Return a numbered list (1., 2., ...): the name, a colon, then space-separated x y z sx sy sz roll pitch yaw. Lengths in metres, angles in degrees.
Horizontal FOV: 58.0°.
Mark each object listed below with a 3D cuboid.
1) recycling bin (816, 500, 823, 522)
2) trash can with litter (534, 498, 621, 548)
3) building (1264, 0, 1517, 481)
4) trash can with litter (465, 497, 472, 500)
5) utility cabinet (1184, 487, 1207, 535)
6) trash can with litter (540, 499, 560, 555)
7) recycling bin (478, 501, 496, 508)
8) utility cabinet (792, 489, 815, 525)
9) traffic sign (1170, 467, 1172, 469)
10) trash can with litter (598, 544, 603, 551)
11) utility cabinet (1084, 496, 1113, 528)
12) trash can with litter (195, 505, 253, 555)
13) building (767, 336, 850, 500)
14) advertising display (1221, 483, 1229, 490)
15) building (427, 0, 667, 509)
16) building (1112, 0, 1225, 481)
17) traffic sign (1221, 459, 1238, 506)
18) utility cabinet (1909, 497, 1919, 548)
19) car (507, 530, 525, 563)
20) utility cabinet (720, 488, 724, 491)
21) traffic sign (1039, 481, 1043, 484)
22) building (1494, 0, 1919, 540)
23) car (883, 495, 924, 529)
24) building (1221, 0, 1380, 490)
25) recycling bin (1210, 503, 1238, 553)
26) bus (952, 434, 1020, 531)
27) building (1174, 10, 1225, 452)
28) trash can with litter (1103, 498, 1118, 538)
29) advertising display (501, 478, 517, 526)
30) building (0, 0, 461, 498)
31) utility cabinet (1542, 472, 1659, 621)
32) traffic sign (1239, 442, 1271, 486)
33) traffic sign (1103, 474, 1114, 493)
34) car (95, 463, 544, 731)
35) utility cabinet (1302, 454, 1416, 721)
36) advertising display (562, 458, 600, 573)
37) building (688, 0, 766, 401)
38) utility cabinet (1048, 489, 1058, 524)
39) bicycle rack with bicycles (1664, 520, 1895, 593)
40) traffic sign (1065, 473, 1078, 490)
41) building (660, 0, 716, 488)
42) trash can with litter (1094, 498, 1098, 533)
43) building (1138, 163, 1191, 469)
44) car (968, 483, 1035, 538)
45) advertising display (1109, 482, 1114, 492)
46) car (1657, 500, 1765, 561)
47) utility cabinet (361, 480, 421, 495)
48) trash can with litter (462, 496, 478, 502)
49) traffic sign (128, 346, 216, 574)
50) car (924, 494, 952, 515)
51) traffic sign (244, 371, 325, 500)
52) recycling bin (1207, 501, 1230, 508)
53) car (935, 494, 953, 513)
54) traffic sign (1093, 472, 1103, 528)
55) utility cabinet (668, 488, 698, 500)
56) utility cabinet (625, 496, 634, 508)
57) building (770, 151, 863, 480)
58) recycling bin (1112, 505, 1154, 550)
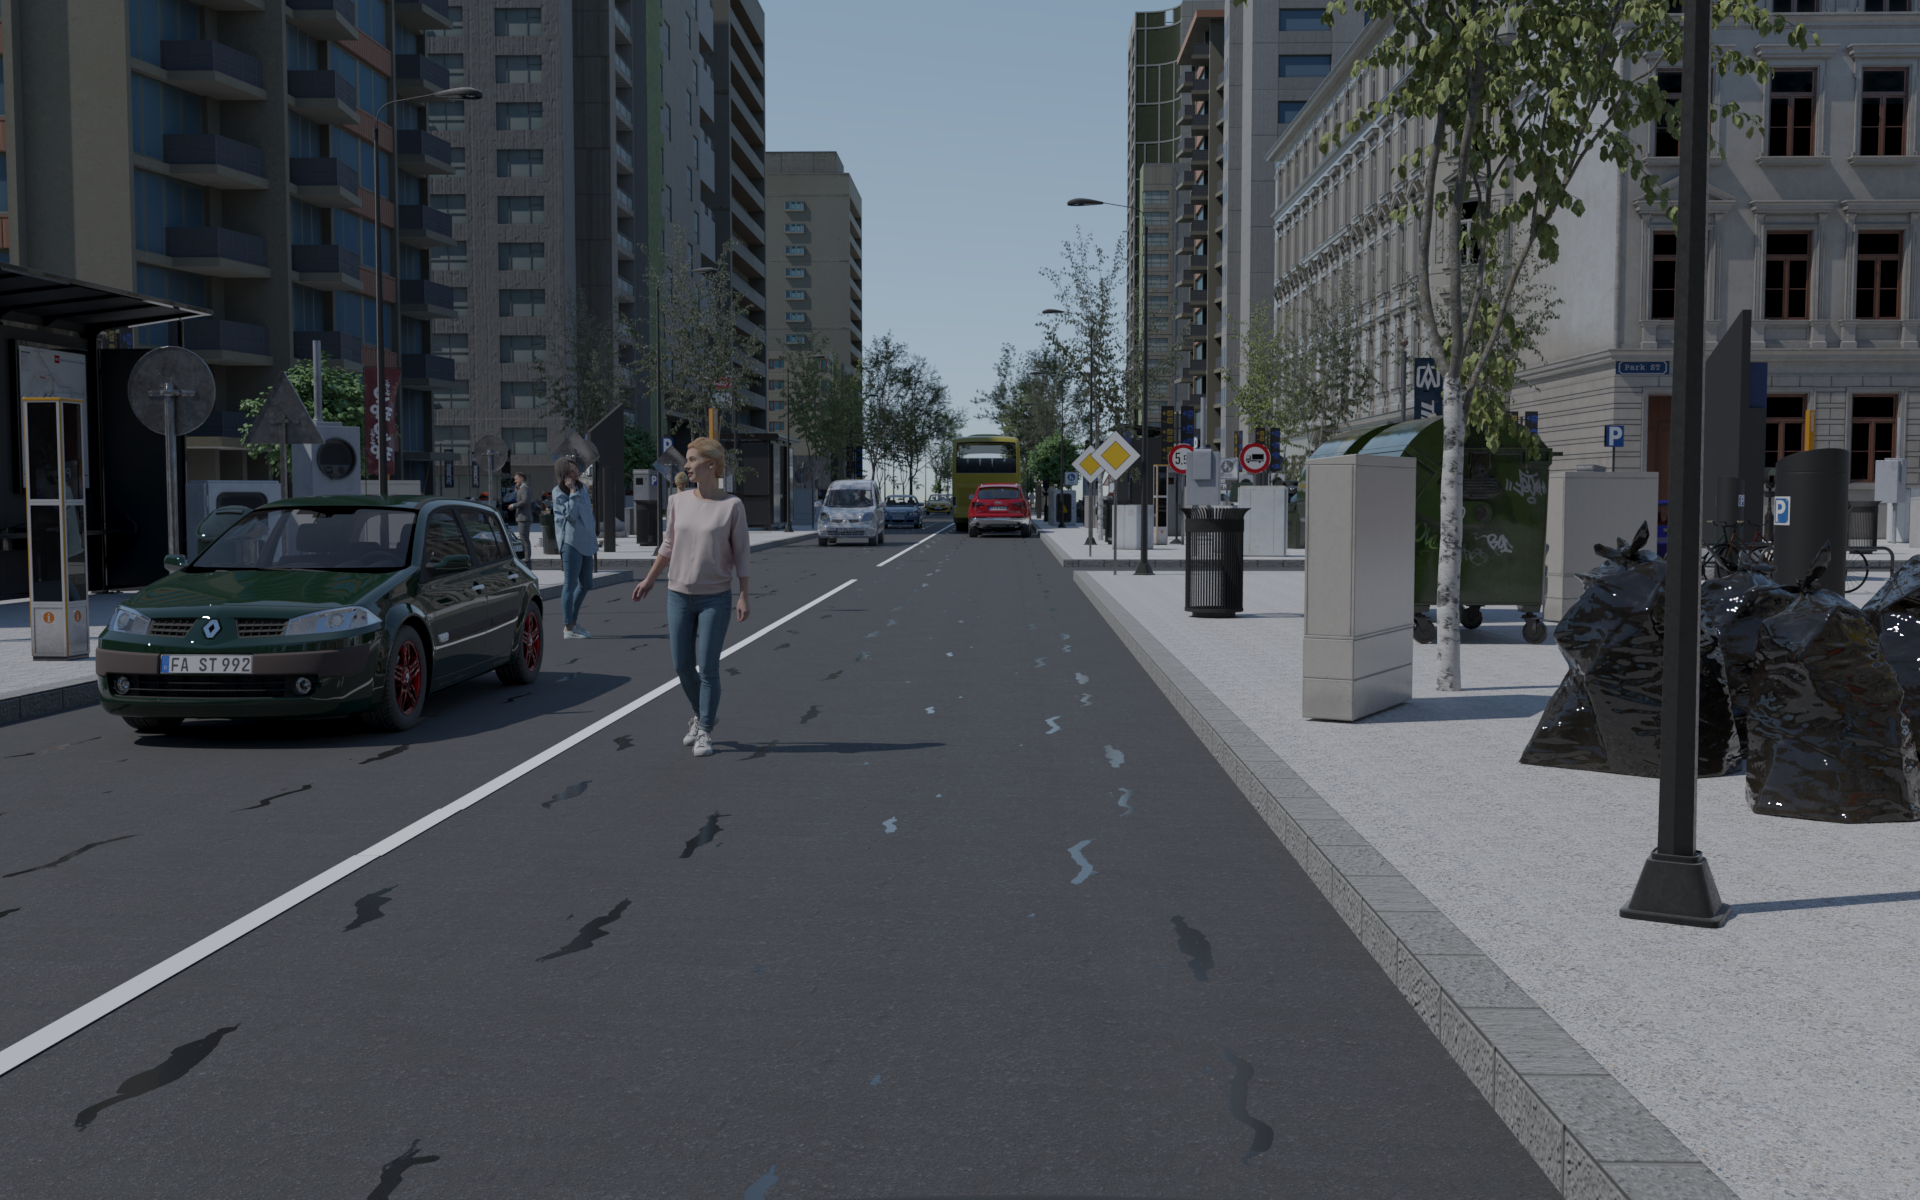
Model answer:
1. recycling bin: -6.807 -4.140 80.241 0.722 1.027 0.722 -1 4 -22
2. trash can with litter: -9.457 -1.916 42.391 2.233 1.210 1.678 0 4 -7
3. building: 27.157 -19.041 87.735 17.030 29.872 44.131 0 4 1
4. trash can with litter: -20.053 -3.687 71.663 0.624 1.170 1.055 3 4 37
5. utility cabinet: 7.035 -2.742 53.509 1.173 1.500 0.318 1 4 13
6. trash can with litter: -8.380 -1.554 36.790 1.055 1.170 0.624 0 4 -1
7. recycling bin: -18.077 -3.244 65.586 0.722 1.027 0.722 2 4 31
8. utility cabinet: -6.495 -3.805 70.887 1.173 1.500 0.318 2 4 34
9. traffic sign: 8.571 -4.138 67.763 0.768 2.556 0.104 1 4 11
10. trash can with litter: -8.624 -1.688 38.989 0.624 1.170 1.055 3 5 41
11. utility cabinet: 5.231 -3.318 65.410 1.020 1.237 0.306 1 4 17
12. trash can with litter: -7.053 -0.318 16.579 0.624 1.170 1.055 0 4 0
13. building: -29.247 -23.159 223.685 27.650 21.520 28.899 0 4 1
14. advertising display: 14.767 -5.698 98.375 0.974 1.923 0.123 1 4 11
15. building: -25.606 -25.547 101.296 14.154 41.232 14.086 0 4 1
16. building: 33.432 -50.067 256.853 20.563 71.187 20.611 0 4 1
17. traffic sign: 7.545 -2.864 48.950 0.606 2.300 0.079 0 4 2
18. utility cabinet: 22.761 -1.814 40.818 0.306 1.237 1.020 0 4 4
19. car: -9.815 -1.264 30.451 4.222 1.686 2.009 0 4 3
20. utility cabinet: -9.478 -3.578 67.184 1.173 1.500 0.318 1 4 13
21. traffic sign: 4.734 -5.862 95.845 0.884 2.594 0.081 0 4 2
22. building: 28.329 -13.265 53.033 21.152 22.565 11.583 0 4 1
23. car: -2.501 -3.756 73.419 2.014 1.417 4.499 0 4 1
24. building: 30.145 -35.848 128.113 21.231 58.520 28.212 0 4 1
25. recycling bin: 6.012 -1.542 37.764 0.722 1.027 0.722 -2 4 -24
26. bus: 1.063 -4.800 70.033 2.896 3.916 12.252 0 4 1
27. building: 31.182 -30.726 157.001 22.147 44.769 28.867 0 4 1
28. trash can with litter: 4.742 -2.403 50.671 1.055 1.170 0.624 2 4 24
29. advertising display: -18.107 -3.964 70.019 0.974 1.923 0.123 1 4 22
30. building: -32.498 -25.131 65.523 22.147 44.769 28.867 0 4 1
31. utility cabinet: 6.448 -0.537 17.458 1.173 1.500 0.318 -1 4 -21
32. traffic sign: 7.283 -2.614 42.843 0.768 2.556 0.104 0 4 2
33. traffic sign: 9.512 -6.768 110.655 0.884 2.594 0.081 0 4 7
34. car: -4.126 -0.118 11.723 2.009 1.686 4.222 0 4 3
35. utility cabinet: 2.347 -0.092 10.177 0.318 1.500 1.173 2 4 30
36. advertising display: -6.256 -1.418 28.406 0.974 1.923 0.123 3 5 41
37. building: -28.714 -32.122 148.890 21.300 48.544 21.600 0 4 1
38. utility cabinet: 3.947 -3.921 72.788 0.318 1.500 1.173 1 4 11
39. bicycle rack with bicycles: 10.771 -0.588 23.002 2.925 0.926 2.852 0 4 -4
40. traffic sign: 5.172 -4.792 80.484 0.606 2.300 0.079 0 4 4
41. building: -32.771 -32.729 124.358 28.713 52.752 27.495 0 4 1
42. trash can with litter: 4.883 -2.725 55.933 1.055 1.170 0.624 -1 4 -9
43. building: 29.275 -32.589 216.432 14.154 41.232 14.086 0 4 1
44. car: 1.391 -3.060 58.708 2.281 1.827 5.304 0 4 3
45. advertising display: 8.256 -5.227 90.677 0.974 1.923 0.123 1 4 22
46. car: 12.482 -1.169 31.690 3.894 1.354 1.945 0 4 2
47. utility cabinet: -9.366 -1.185 28.060 1.173 1.500 0.318 -2 4 -31
48. trash can with litter: -13.907 -2.415 50.536 2.233 1.210 1.678 -1 4 -21
49. traffic sign: -6.798 -0.907 14.943 0.768 2.556 0.104 0 4 3
50. car: -1.520 -6.835 121.975 2.015 1.641 3.980 0 4 0
51. traffic sign: -7.172 -1.124 18.384 0.884 2.594 0.081 0 4 4
52. recycling bin: 9.031 -2.934 60.522 0.722 1.027 0.722 2 4 33
53. car: -0.962 -7.540 135.079 2.131 1.459 4.920 0 4 2
54. traffic sign: 5.042 -3.964 64.916 0.768 2.556 0.104 0 4 2
55. utility cabinet: -9.634 -3.177 60.624 1.173 1.500 0.318 0 4 0
56. utility cabinet: -12.612 -3.433 67.298 1.020 1.237 0.306 -3 5 -40
57. building: -25.475 -38.182 247.972 21.300 48.544 21.600 0 4 1
58. recycling bin: 4.006 -1.685 40.098 0.722 1.027 0.722 3 5 39
